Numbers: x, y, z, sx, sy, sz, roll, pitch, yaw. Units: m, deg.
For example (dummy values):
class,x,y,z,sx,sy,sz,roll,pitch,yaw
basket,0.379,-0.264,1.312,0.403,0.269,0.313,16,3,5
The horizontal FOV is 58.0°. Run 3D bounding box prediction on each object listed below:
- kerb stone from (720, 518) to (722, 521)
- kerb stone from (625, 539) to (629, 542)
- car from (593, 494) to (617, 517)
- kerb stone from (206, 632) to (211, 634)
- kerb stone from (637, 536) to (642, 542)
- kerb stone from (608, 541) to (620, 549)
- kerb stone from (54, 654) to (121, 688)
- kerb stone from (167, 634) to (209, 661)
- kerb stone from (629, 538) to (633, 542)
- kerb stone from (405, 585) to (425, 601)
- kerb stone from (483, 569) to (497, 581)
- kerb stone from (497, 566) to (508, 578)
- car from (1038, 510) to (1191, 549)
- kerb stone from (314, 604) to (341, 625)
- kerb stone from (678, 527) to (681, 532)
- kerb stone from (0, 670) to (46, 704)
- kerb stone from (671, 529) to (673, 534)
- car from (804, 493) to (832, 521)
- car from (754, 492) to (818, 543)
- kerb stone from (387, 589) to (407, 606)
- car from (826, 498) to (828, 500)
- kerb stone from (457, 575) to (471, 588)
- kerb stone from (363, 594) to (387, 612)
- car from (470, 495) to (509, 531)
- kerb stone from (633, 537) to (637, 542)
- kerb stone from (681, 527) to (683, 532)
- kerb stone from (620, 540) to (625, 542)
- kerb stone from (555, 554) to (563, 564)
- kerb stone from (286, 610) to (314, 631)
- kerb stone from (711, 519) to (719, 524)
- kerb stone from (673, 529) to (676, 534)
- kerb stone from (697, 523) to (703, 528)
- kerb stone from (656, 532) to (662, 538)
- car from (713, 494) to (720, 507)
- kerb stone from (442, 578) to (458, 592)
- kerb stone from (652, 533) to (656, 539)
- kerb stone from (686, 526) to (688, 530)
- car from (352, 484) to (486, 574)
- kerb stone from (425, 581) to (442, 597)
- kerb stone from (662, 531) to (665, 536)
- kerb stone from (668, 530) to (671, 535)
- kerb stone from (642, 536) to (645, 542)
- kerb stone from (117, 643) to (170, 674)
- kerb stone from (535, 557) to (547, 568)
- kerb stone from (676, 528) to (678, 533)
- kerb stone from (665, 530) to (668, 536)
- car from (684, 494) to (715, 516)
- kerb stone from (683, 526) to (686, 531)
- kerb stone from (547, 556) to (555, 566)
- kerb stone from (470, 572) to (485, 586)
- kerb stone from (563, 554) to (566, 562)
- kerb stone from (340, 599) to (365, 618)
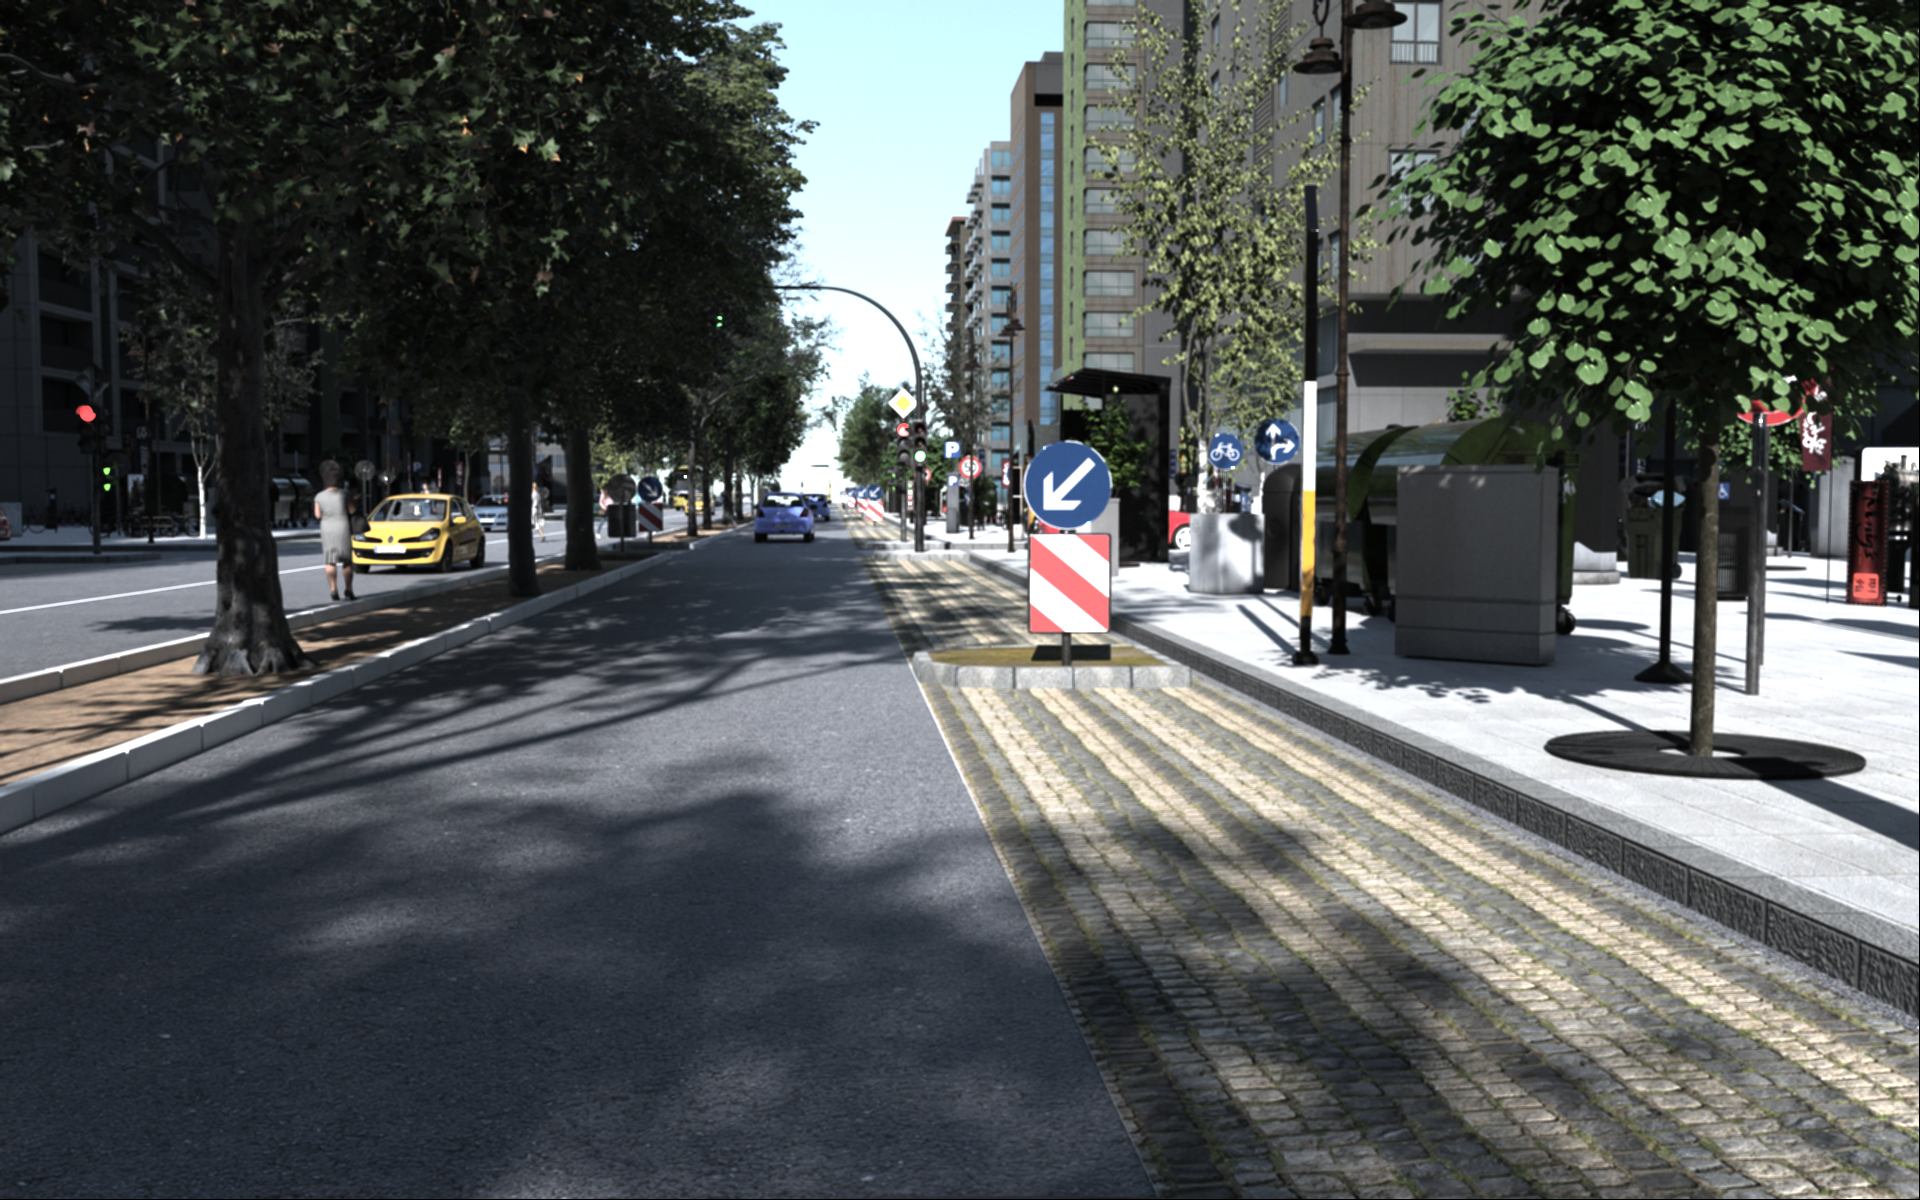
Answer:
class,x,y,z,sx,sy,sz,roll,pitch,yaw
kerb stone,-12.232,-3.979,87.259,0.120,0.150,1.000,0,4,-4
kerb stone,-9.231,-1.539,47.366,0.120,0.150,1.000,0,4,-4
car,-19.596,-5.027,93.988,2.131,1.459,4.920,0,4,-6
kerb stone,-6.900,0.365,16.222,0.120,0.150,1.000,0,4,-4
kerb stone,-9.464,-1.725,50.437,0.120,0.150,1.000,0,4,-4
kerb stone,-9.084,-1.415,45.327,0.120,0.150,1.000,0,4,-4
kerb stone,-6.662,0.552,13.164,0.120,0.150,1.000,0,4,-4
kerb stone,-6.829,0.432,15.202,0.120,0.150,1.000,0,4,-4
kerb stone,-9.319,-1.602,48.387,0.120,0.150,1.000,0,4,-4
kerb stone,-7.432,-0.072,23.383,0.120,0.150,1.000,0,4,-4
kerb stone,-7.821,-0.385,28.484,0.120,0.150,1.000,0,4,-4
kerb stone,-7.898,-0.446,29.504,0.120,0.150,1.000,0,4,-4
car,4.188,-2.082,43.088,4.494,1.783,2.155,0,4,-5
kerb stone,-7.123,0.178,19.289,0.120,0.150,1.000,0,4,-4
kerb stone,-10.456,-2.539,63.711,0.120,0.150,1.000,0,4,-4
kerb stone,-6.590,0.618,12.138,0.120,0.150,1.000,0,4,-4
kerb stone,-10.231,-2.352,60.653,0.120,0.150,1.000,0,4,-4
car,-7.780,-5.044,92.061,1.945,1.707,3.694,0,4,-3
car,-5.298,-2.623,52.484,1.945,1.707,3.694,0,4,-3
kerb stone,-7.359,-0.001,22.360,0.120,0.150,1.000,0,4,-4
car,-12.970,-9.077,157.997,1.945,1.707,3.694,0,4,-6
kerb stone,-7.668,-0.259,26.443,0.120,0.150,1.000,0,4,-4
kerb stone,-7.281,0.053,21.332,0.120,0.150,1.000,0,4,-4
car,-17.640,-3.322,66.323,2.014,1.417,4.499,0,4,-3
kerb stone,-9.393,-1.658,49.418,0.120,0.150,1.000,0,4,-4
kerb stone,-10.541,-2.601,64.729,0.120,0.150,1.000,0,4,-4
kerb stone,-9.158,-1.477,46.347,0.120,0.150,1.000,0,4,-4
kerb stone,-8.352,-0.820,35.628,0.120,0.150,1.000,0,4,-4
kerb stone,-7.049,0.240,18.269,0.120,0.150,1.000,0,4,-4
kerb stone,-12.083,-3.852,85.221,0.120,0.150,1.000,0,4,-4
kerb stone,-10.312,-2.408,61.673,0.120,0.150,1.000,0,4,-4
kerb stone,-11.386,-3.290,76.003,0.120,0.150,1.000,0,4,-4
kerb stone,-9.935,-2.102,56.562,0.120,0.150,1.000,0,4,-4
car,-27.217,-10.967,189.092,2.009,1.686,4.222,0,4,-6
kerb stone,-7.582,-0.197,25.422,0.120,0.150,1.000,0,4,-4
kerb stone,-9.774,-1.974,54.520,0.120,0.150,1.000,0,4,-4
kerb stone,-10.697,-2.727,66.774,0.120,0.150,1.000,0,4,-4
car,-10.131,-1.360,32.456,2.015,1.641,3.980,0,4,-2
kerb stone,-7.510,-0.133,24.403,0.120,0.150,1.000,0,4,-4
kerb stone,-10.002,-2.162,57.583,0.120,0.150,1.000,0,4,-4
kerb stone,-10.156,-2.289,59.626,0.120,0.150,1.000,0,4,-4
kerb stone,-9.537,-1.788,51.459,0.120,0.150,1.000,0,4,-4
kerb stone,-6.742,0.490,14.183,0.120,0.150,1.000,0,4,-4
kerb stone,-8.193,-0.697,33.587,0.120,0.150,1.000,0,4,-4
kerb stone,-10.387,-2.477,62.691,0.120,0.150,1.000,0,4,-4
kerb stone,-10.081,-2.227,58.607,0.120,0.150,1.000,0,4,-4
car,-17.460,-6.483,116.224,2.015,1.641,3.980,0,4,-3
kerb stone,-10.619,-2.664,65.755,0.120,0.150,1.000,0,4,-4
kerb stone,-8.279,-0.759,34.608,0.120,0.150,1.000,0,4,-4
kerb stone,-7.736,-0.322,27.465,0.120,0.150,1.000,0,4,-4
kerb stone,-8.433,-0.883,36.654,0.120,0.150,1.000,0,4,-4
kerb stone,-7.204,0.115,20.312,0.120,0.150,1.000,0,4,-4
